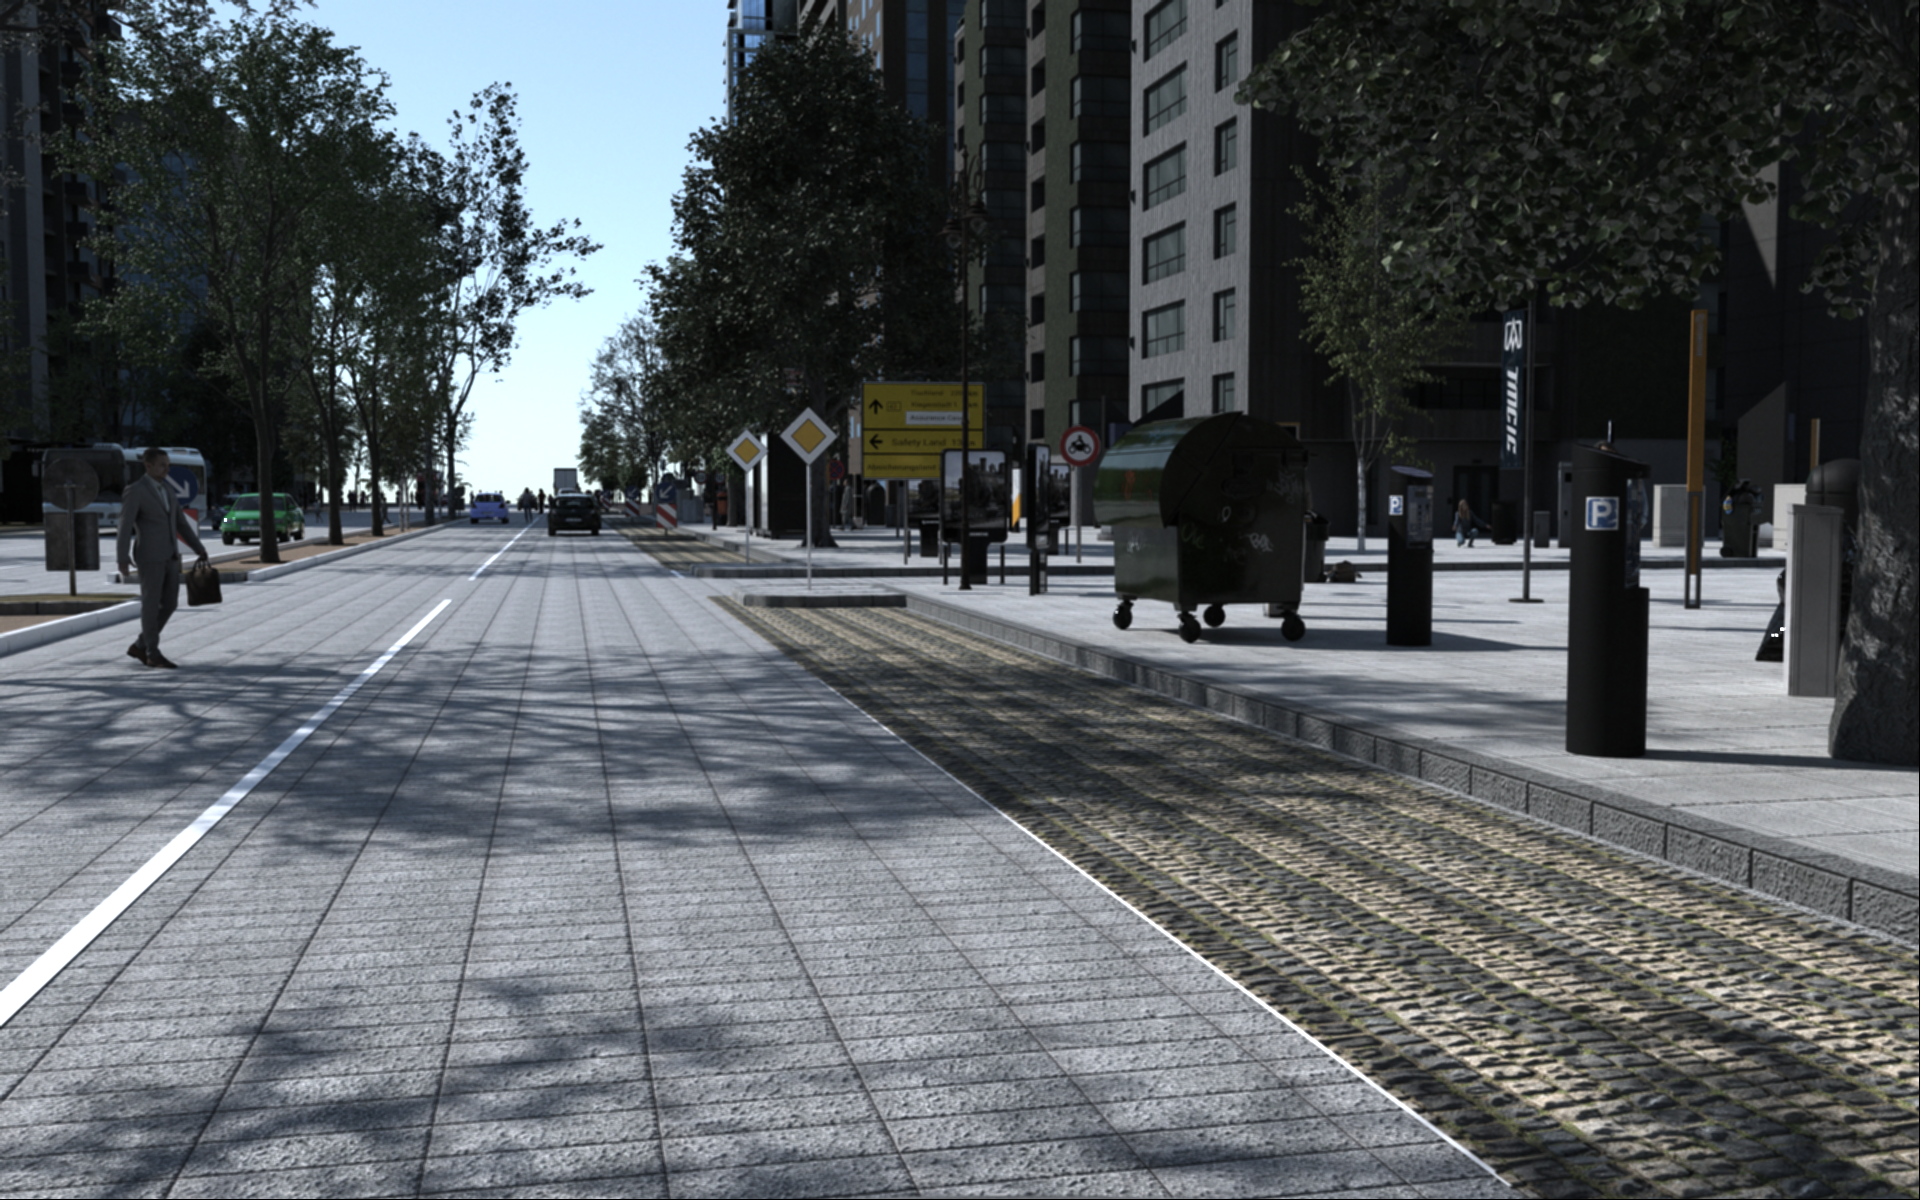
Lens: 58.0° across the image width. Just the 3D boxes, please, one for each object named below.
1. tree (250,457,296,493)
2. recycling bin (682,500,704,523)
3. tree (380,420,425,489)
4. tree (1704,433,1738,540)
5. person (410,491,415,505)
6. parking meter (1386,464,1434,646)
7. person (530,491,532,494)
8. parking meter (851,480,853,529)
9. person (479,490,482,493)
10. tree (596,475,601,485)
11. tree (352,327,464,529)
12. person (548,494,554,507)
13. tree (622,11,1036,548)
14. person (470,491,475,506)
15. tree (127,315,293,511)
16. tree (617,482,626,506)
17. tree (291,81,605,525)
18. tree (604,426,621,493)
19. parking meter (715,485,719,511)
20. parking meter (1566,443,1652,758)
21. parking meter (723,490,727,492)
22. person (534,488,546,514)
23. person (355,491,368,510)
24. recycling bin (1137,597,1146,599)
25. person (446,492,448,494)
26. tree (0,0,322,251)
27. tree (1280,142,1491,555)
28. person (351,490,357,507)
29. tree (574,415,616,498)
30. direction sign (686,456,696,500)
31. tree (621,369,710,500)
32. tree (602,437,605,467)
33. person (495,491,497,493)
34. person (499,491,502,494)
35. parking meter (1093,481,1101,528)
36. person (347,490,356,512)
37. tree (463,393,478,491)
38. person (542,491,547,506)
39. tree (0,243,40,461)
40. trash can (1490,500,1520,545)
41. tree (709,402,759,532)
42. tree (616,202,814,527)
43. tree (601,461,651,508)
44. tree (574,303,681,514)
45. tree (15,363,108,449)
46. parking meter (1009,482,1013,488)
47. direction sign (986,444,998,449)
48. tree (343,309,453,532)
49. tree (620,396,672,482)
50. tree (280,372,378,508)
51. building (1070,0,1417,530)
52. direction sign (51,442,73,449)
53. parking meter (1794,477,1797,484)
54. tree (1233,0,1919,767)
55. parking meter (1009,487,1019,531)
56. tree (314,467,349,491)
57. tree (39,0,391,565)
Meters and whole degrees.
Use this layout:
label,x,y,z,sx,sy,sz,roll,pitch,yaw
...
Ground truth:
label,x,y,z,sx,sy,sz,roll,pitch,yaw
tree,-51.724,-8.977,130.495,4.285,4.588,4.351,0,3,0
recycling bin,-11.805,-3.920,76.650,0.722,1.027,0.722,1,4,20
tree,-75.837,-19.390,235.155,7.486,12.596,7.792,0,3,0
tree,21.827,-3.283,48.273,1.663,3.219,1.824,0,3,0
person,-70.786,-13.169,223.820,0.705,1.822,1.348,1,4,10
parking meter,3.825,-0.385,14.712,0.372,1.533,0.369,0,3,0
person,-48.016,-11.335,193.918,1.350,1.814,0.705,1,4,20
parking meter,-3.810,-3.544,63.647,0.255,1.863,0.399,-3,4,-36
person,-38.822,-8.025,140.236,0.617,1.759,0.750,-1,4,-11
tree,-45.585,-14.794,225.592,4.285,4.588,4.351,0,3,0
tree,-22.331,-7.152,69.763,4.360,8.622,3.978,0,3,0
person,-27.459,-6.398,116.347,0.421,1.427,0.697,0,3,0
tree,-3.337,-7.624,41.663,9.611,12.733,9.660,0,3,0
person,-58.696,-12.247,208.600,0.599,1.838,0.709,2,4,25
tree,-46.861,-11.747,109.075,9.611,12.733,9.660,0,3,0
tree,-36.810,-11.984,190.533,1.663,3.219,1.824,0,3,0
tree,-22.880,-13.439,78.075,12.611,20.169,13.585,0,3,0
tree,-28.926,-12.529,155.204,4.737,8.622,4.395,0,3,0
parking meter,-14.353,-5.898,102.150,0.399,1.863,0.255,-1,4,-11
parking meter,3.204,-0.009,8.551,0.372,1.533,0.369,0,3,0
parking meter,-11.372,-4.663,84.644,0.372,1.533,0.369,0,3,0
person,-29.943,-7.046,123.632,0.705,1.831,1.348,1,4,22
person,-53.382,-8.903,154.750,1.217,1.739,0.721,-1,4,-17
recycling bin,2.411,-0.543,21.428,0.722,1.027,0.722,2,4,31
person,-67.150,-13.328,227.135,0.721,1.735,1.217,2,4,31
tree,-10.087,-6.176,13.805,12.009,13.543,11.850,0,3,0
tree,8.620,-5.252,36.237,4.737,8.622,4.395,0,3,0
person,-62.059,-10.340,177.427,0.599,1.838,0.709,2,4,27
tree,-51.424,-20.161,247.762,7.486,12.596,7.792,0,3,0
direction sign,-12.316,-5.340,79.312,0.379,3.537,0.876,1,4,21
tree,-15.698,-9.015,97.756,4.737,8.622,4.395,0,3,0
tree,-40.710,-15.598,205.395,4.737,8.622,4.395,0,3,0
person,-49.521,-10.768,185.081,0.617,1.759,0.750,1,4,15
person,-29.048,-6.097,109.662,0.415,1.643,0.593,-3,5,-42
parking meter,5.193,-3.615,64.818,0.399,1.863,0.255,-1,4,-9
person,-49.124,-8.008,139.887,0.683,1.767,0.568,-1,4,-18
tree,-26.280,-8.226,87.316,4.360,8.622,3.978,0,3,0
person,-48.960,-11.920,203.019,1.348,1.869,0.705,1,4,18
tree,-36.666,-8.696,60.302,7.486,12.596,7.792,0,3,0
trash can,13.779,-1.968,43.823,0.748,1.137,0.748,0,3,0
tree,-6.853,-4.588,58.730,4.285,4.588,4.351,0,3,0
tree,-8.573,-9.134,67.464,7.486,12.596,7.792,0,3,0
tree,-30.815,-11.036,164.147,4.285,4.588,4.351,0,3,0
tree,-19.582,-12.285,111.230,12.009,13.543,11.850,0,3,0
tree,-48.877,-8.814,94.465,4.737,8.622,4.395,0,3,0
parking meter,2.559,-4.913,86.034,0.255,1.863,0.399,0,4,-1
direction sign,1.314,-5.321,78.987,0.876,3.537,0.379,1,4,19
tree,-21.133,-6.878,65.277,4.737,8.622,4.395,0,3,0
tree,-21.644,-10.488,121.845,4.360,8.622,3.978,0,3,0
tree,-59.135,-14.803,160.153,7.486,12.596,7.792,0,3,0
building,9.915,-18.598,75.775,14.160,30.474,14.107,-1,4,-13
direction sign,-38.979,-5.092,75.244,0.876,3.537,0.379,-1,4,-12
parking meter,28.056,-3.236,58.613,0.399,1.863,0.255,0,4,-6
tree,4.573,-6.207,8.148,9.857,13.997,8.962,0,3,0
parking meter,1.866,-3.142,59.776,0.372,1.533,0.369,0,3,0
tree,-61.140,-11.325,168.880,4.285,4.588,4.351,0,3,0
tree,-14.382,-6.561,35.483,9.928,11.665,9.643,0,3,0
